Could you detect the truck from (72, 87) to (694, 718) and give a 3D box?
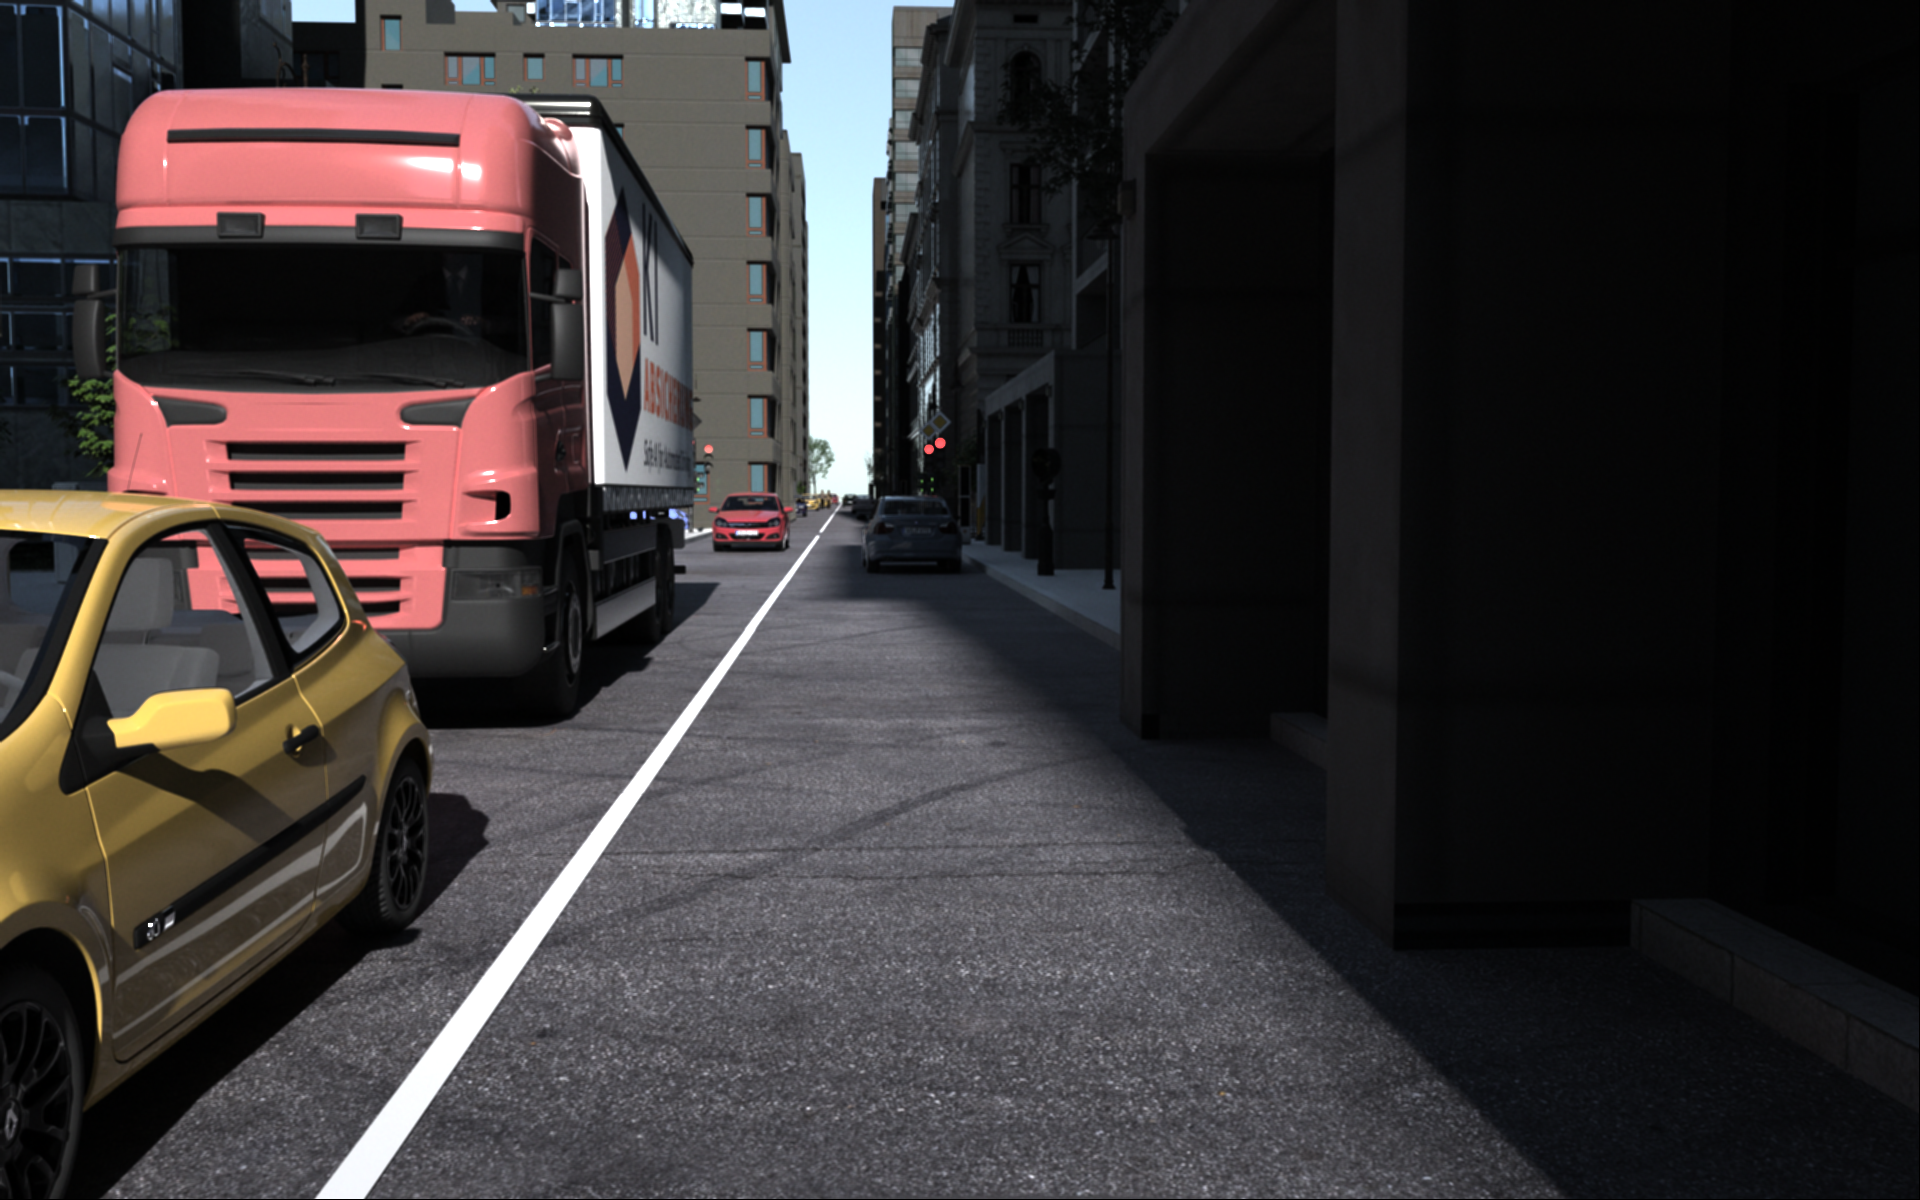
[{"bbox_3d":[-3.900,-1.559,14.405,2.839,4.237,11.283,0,4,-4],"label":"truck"}]

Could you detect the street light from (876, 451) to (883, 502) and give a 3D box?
[{"bbox_3d":[-8.317,-12.819,182.377,0.468,5.910,1.993,0,4,-4],"label":"street light"}]

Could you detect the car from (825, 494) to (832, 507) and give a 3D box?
[{"bbox_3d":[-15.313,-11.213,193.552,2.015,1.641,3.980,0,4,-5],"label":"car"}]

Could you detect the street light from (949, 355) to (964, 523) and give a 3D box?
[{"bbox_3d":[-0.133,-5.196,57.737,0.468,5.910,1.993,0,4,-4],"label":"street light"}]

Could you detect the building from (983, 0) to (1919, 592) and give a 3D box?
[{"bbox_3d":[11.479,-36.342,32.447,20.563,71.187,20.611,0,4,-4],"label":"building"}]

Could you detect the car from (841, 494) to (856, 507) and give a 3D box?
[{"bbox_3d":[-11.951,-10.948,188.793,2.009,1.686,4.222,0,4,-4],"label":"car"}]

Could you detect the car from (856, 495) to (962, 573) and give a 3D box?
[{"bbox_3d":[-0.953,-1.279,32.922,2.014,1.417,4.499,0,4,-5],"label":"car"}]

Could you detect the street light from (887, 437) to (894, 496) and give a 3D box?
[{"bbox_3d":[-6.016,-10.695,147.652,0.468,5.910,1.993,0,4,-4],"label":"street light"}]

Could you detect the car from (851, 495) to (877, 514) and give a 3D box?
[{"bbox_3d":[-7.040,-7.061,127.817,2.083,1.381,4.827,0,4,-2],"label":"car"}]

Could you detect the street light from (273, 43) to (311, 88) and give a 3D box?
[{"bbox_3d":[-6.880,-2.788,18.378,0.468,5.910,1.993,0,4,-4],"label":"street light"}]

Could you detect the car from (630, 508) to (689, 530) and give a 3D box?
[{"bbox_3d":[-11.460,-3.184,61.646,3.694,1.707,1.945,0,4,-2],"label":"car"}]

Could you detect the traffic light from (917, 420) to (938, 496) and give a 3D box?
[{"bbox_3d":[-1.211,-4.716,66.034,0.839,4.253,0.868,0,4,-4],"label":"traffic light"}]

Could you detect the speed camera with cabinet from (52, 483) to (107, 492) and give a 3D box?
[{"bbox_3d":[-12.279,-1.907,25.512,0.660,3.252,2.038,2,4,27],"label":"speed camera with cabinet"}]

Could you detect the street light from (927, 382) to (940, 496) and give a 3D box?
[{"bbox_3d":[-1.103,-6.047,71.654,0.468,5.910,1.993,0,4,-4],"label":"street light"}]

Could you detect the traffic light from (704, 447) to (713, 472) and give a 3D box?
[{"bbox_3d":[-9.454,-4.683,65.489,0.839,4.253,0.868,0,4,-4],"label":"traffic light"}]

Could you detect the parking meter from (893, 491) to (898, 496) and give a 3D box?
[{"bbox_3d":[-4.909,-7.510,131.191,0.372,1.533,0.369,0,3,0],"label":"parking meter"}]

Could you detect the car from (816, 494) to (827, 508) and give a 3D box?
[{"bbox_3d":[-14.880,-10.586,183.309,2.015,1.641,3.980,0,4,-4],"label":"car"}]

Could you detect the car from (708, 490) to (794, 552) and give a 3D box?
[{"bbox_3d":[-5.345,-2.172,44.558,2.155,1.783,4.494,0,4,-3],"label":"car"}]

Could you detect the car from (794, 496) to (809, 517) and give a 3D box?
[{"bbox_3d":[-10.555,-5.944,109.763,1.945,1.354,3.894,0,4,-5],"label":"car"}]

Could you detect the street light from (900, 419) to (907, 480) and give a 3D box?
[{"bbox_3d":[-3.449,-8.159,106.179,0.468,5.910,1.993,0,4,-4],"label":"street light"}]

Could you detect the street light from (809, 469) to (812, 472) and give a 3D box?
[{"bbox_3d":[-22.525,-17.582,260.248,0.468,5.910,1.993,0,4,-4],"label":"street light"}]

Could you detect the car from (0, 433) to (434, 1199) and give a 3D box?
[{"bbox_3d":[-2.599,0.363,4.284,2.015,1.641,3.980,0,4,-2],"label":"car"}]

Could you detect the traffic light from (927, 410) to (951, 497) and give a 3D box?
[{"bbox_3d":[-0.696,-4.229,58.066,0.839,4.253,0.868,0,4,-4],"label":"traffic light"}]

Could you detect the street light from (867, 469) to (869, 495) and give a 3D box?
[{"bbox_3d":[-13.676,-17.920,265.784,0.468,5.910,1.993,0,4,-4],"label":"street light"}]

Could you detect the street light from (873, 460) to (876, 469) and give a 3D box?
[{"bbox_3d":[-10.462,-14.926,216.833,0.468,5.910,1.993,0,4,-4],"label":"street light"}]

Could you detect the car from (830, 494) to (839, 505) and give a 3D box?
[{"bbox_3d":[-17.249,-13.661,232.392,2.155,1.783,4.494,0,4,-2],"label":"car"}]

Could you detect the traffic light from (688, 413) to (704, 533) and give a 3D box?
[{"bbox_3d":[-8.940,-4.196,57.520,0.839,4.253,0.868,0,4,-4],"label":"traffic light"}]

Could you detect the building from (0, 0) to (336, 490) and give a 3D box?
[{"bbox_3d":[-32.021,-44.827,45.596,31.000,86.520,22.319,0,4,-4],"label":"building"}]

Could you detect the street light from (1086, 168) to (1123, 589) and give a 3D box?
[{"bbox_3d":[2.012,-3.086,23.241,0.468,5.910,1.993,0,4,-4],"label":"street light"}]

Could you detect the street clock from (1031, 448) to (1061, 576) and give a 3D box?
[{"bbox_3d":[1.353,-1.387,27.250,0.358,2.002,0.471,-3,4,-37],"label":"street clock"}]

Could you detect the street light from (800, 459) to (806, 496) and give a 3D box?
[{"bbox_3d":[-20.273,-15.483,225.938,0.468,5.910,1.993,0,4,-4],"label":"street light"}]

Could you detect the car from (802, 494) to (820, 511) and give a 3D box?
[{"bbox_3d":[-12.933,-8.445,148.298,2.015,1.641,3.980,0,4,-2],"label":"car"}]

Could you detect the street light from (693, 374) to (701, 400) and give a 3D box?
[{"bbox_3d":[-9.956,-5.697,65.940,0.468,5.910,1.993,0,4,-4],"label":"street light"}]
